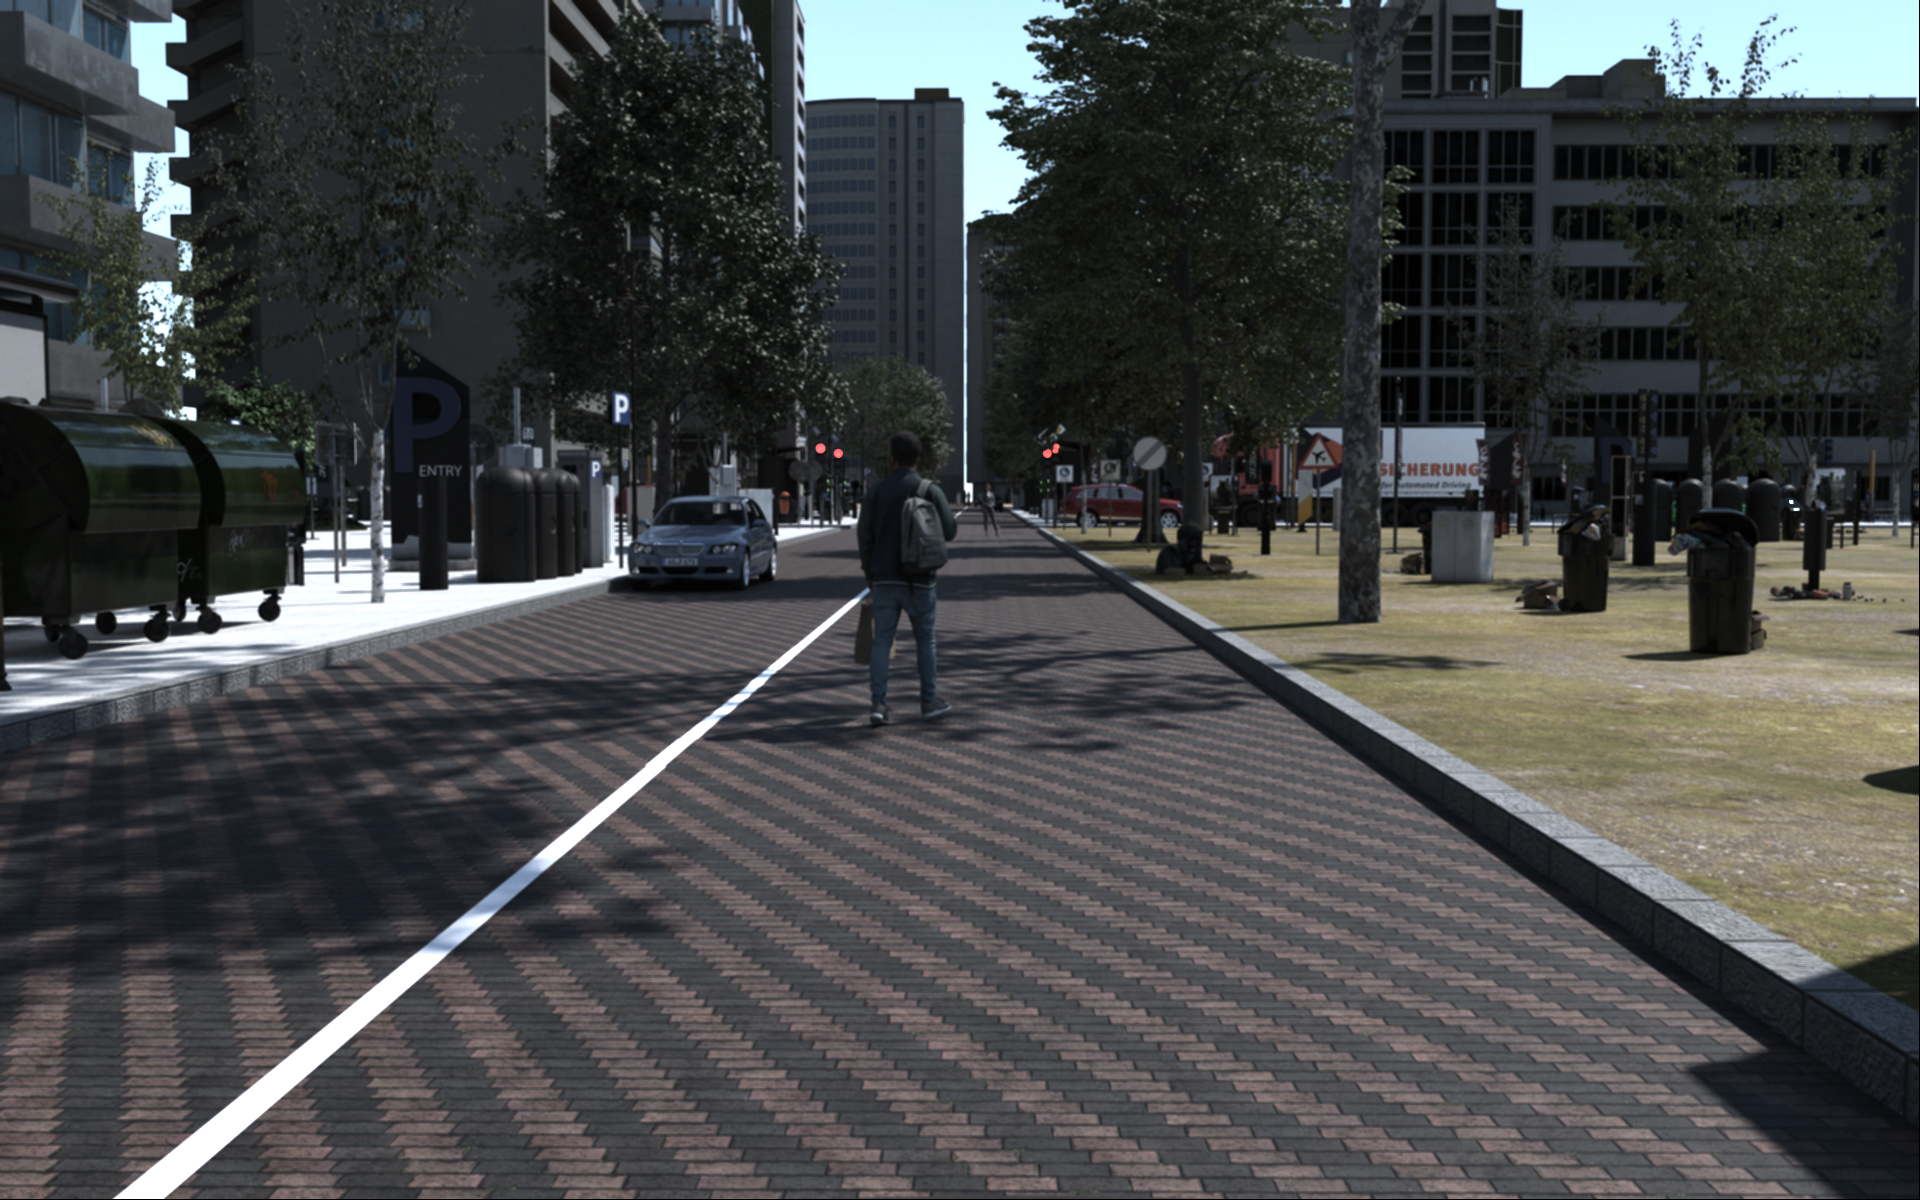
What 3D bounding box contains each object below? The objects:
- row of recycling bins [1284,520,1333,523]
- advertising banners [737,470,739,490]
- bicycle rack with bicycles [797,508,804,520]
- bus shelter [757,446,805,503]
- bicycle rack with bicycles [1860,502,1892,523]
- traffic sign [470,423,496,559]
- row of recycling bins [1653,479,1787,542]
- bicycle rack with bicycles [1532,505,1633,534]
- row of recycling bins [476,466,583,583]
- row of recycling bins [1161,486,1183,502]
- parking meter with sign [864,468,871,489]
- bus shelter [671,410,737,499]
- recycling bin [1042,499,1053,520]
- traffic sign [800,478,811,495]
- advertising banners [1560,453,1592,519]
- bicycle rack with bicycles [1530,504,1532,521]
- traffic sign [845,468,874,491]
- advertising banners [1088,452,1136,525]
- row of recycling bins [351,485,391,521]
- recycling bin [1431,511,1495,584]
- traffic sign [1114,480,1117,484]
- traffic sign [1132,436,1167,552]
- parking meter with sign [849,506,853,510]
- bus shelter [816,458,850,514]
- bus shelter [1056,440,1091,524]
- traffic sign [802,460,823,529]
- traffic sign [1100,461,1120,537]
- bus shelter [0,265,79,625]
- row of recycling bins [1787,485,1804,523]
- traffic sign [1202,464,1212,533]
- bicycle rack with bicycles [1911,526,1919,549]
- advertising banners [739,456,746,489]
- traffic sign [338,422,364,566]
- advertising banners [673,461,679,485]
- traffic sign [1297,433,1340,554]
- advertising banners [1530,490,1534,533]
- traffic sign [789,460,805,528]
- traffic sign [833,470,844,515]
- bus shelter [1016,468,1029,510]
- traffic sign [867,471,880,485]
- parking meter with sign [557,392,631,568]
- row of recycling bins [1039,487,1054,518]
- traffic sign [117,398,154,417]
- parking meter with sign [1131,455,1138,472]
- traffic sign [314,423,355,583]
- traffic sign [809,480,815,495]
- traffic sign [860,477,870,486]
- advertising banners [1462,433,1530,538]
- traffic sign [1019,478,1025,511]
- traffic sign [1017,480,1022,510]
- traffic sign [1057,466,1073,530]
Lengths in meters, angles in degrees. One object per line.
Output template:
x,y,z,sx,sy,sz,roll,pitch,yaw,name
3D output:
15.962,-4.226,76.201,3.534,1.692,1.069,2,4,31,row of recycling bins
-16.671,-7.885,125.108,2.074,3.025,0.090,-1,4,-20,advertising banners
-9.159,-4.234,82.600,2.925,0.926,2.852,1,4,12,bicycle rack with bicycles
-8.957,-5.868,87.221,1.731,3.624,6.357,0,4,1,bus shelter
40.510,-3.919,77.464,2.925,0.926,2.852,-1,4,-21,bicycle rack with bicycles
-8.748,-1.905,31.246,0.768,2.556,0.104,0,4,1,traffic sign
20.440,-2.453,47.213,3.534,1.692,1.069,1,4,16,row of recycling bins
20.626,-2.602,55.917,2.925,0.926,2.852,-3,5,-41,bicycle rack with bicycles
-6.550,-1.196,26.665,1.069,1.692,3.534,0,4,2,row of recycling bins
10.684,-5.000,88.866,3.534,1.692,1.069,3,5,44,row of recycling bins
-5.936,-7.422,117.612,0.543,3.016,1.738,1,4,21,parking meter with sign
-9.343,-5.110,61.180,2.179,5.291,8.768,0,4,1,bus shelter
4.432,-4.460,85.471,0.722,1.027,0.722,0,4,-3,recycling bin
-8.670,-5.886,96.335,0.768,2.556,0.104,0,4,7,traffic sign
25.863,-4.680,72.711,0.090,3.025,2.074,-1,4,-21,advertising banners
26.855,-4.257,82.988,2.852,0.926,2.925,1,4,18,bicycle rack with bicycles
-7.788,-8.544,133.570,2.265,3.308,0.079,0,4,2,traffic sign
6.351,-4.633,71.939,2.074,3.025,0.090,0,4,5,advertising banners
-28.713,-4.689,83.786,3.534,1.692,1.069,2,4,33,row of recycling bins
7.333,-0.777,25.254,0.722,1.027,0.722,2,4,33,recycling bin
9.323,-6.547,107.154,0.768,2.556,0.104,1,4,10,traffic sign
4.182,-2.332,38.240,0.768,2.556,0.104,1,4,9,traffic sign
-8.823,-8.561,136.238,0.543,3.016,1.738,-2,4,-35,parking meter with sign
-8.357,-7.539,114.553,1.731,3.624,6.357,0,4,1,bus shelter
4.893,-5.292,77.805,1.731,3.624,6.357,0,4,1,bus shelter
-5.484,-3.925,64.278,0.768,2.556,0.104,0,4,6,traffic sign
4.493,-3.043,51.875,0.606,2.300,0.079,1,4,9,traffic sign
-9.782,-2.141,12.644,2.179,5.291,8.768,0,4,1,bus shelter
37.018,-4.257,76.721,1.069,1.692,3.534,-3,4,-37,row of recycling bins
7.983,-3.346,56.837,0.606,2.300,0.079,1,4,10,traffic sign
23.601,-1.650,40.352,2.852,0.926,2.925,-1,4,-15,bicycle rack with bicycles
-7.477,-4.005,61.672,0.090,3.025,2.074,-1,4,-21,advertising banners
-10.927,-1.868,30.652,0.768,2.556,0.104,0,4,5,traffic sign
-14.314,-5.883,92.368,2.074,3.025,0.090,1,4,14,advertising banners
7.595,-2.245,36.709,0.884,2.594,0.081,1,4,9,traffic sign
17.363,-3.614,55.274,2.074,3.025,0.090,-1,4,-14,advertising banners
-6.023,-3.953,64.739,0.768,2.556,0.104,0,4,5,traffic sign
-6.351,-5.444,89.109,0.768,2.556,0.104,0,4,5,traffic sign
5.485,-8.770,137.315,2.014,3.302,5.546,0,4,1,bus shelter
-4.906,-6.063,99.137,0.884,2.594,0.081,1,4,10,traffic sign
-6.609,-2.073,30.152,1.738,3.016,0.543,2,4,23,parking meter with sign
4.846,-5.327,94.208,1.069,1.692,3.534,0,4,6,row of recycling bins
-10.890,-1.402,23.031,0.768,2.556,0.104,0,4,7,traffic sign
8.122,-4.934,76.924,0.543,3.016,1.738,1,4,22,parking meter with sign
-9.016,-1.399,25.004,0.606,2.300,0.079,0,4,6,traffic sign
-8.542,-5.906,98.684,0.606,2.300,0.079,0,4,2,traffic sign
-7.000,-7.815,127.880,0.768,2.556,0.104,0,4,3,traffic sign
15.591,-3.326,50.574,0.090,3.025,2.074,-3,5,-41,advertising banners
4.816,-7.878,128.814,0.884,2.594,0.081,0,4,8,traffic sign
5.057,-8.640,141.363,0.768,2.556,0.104,0,4,4,traffic sign
3.719,-3.642,61.680,0.606,2.300,0.079,0,4,1,traffic sign
